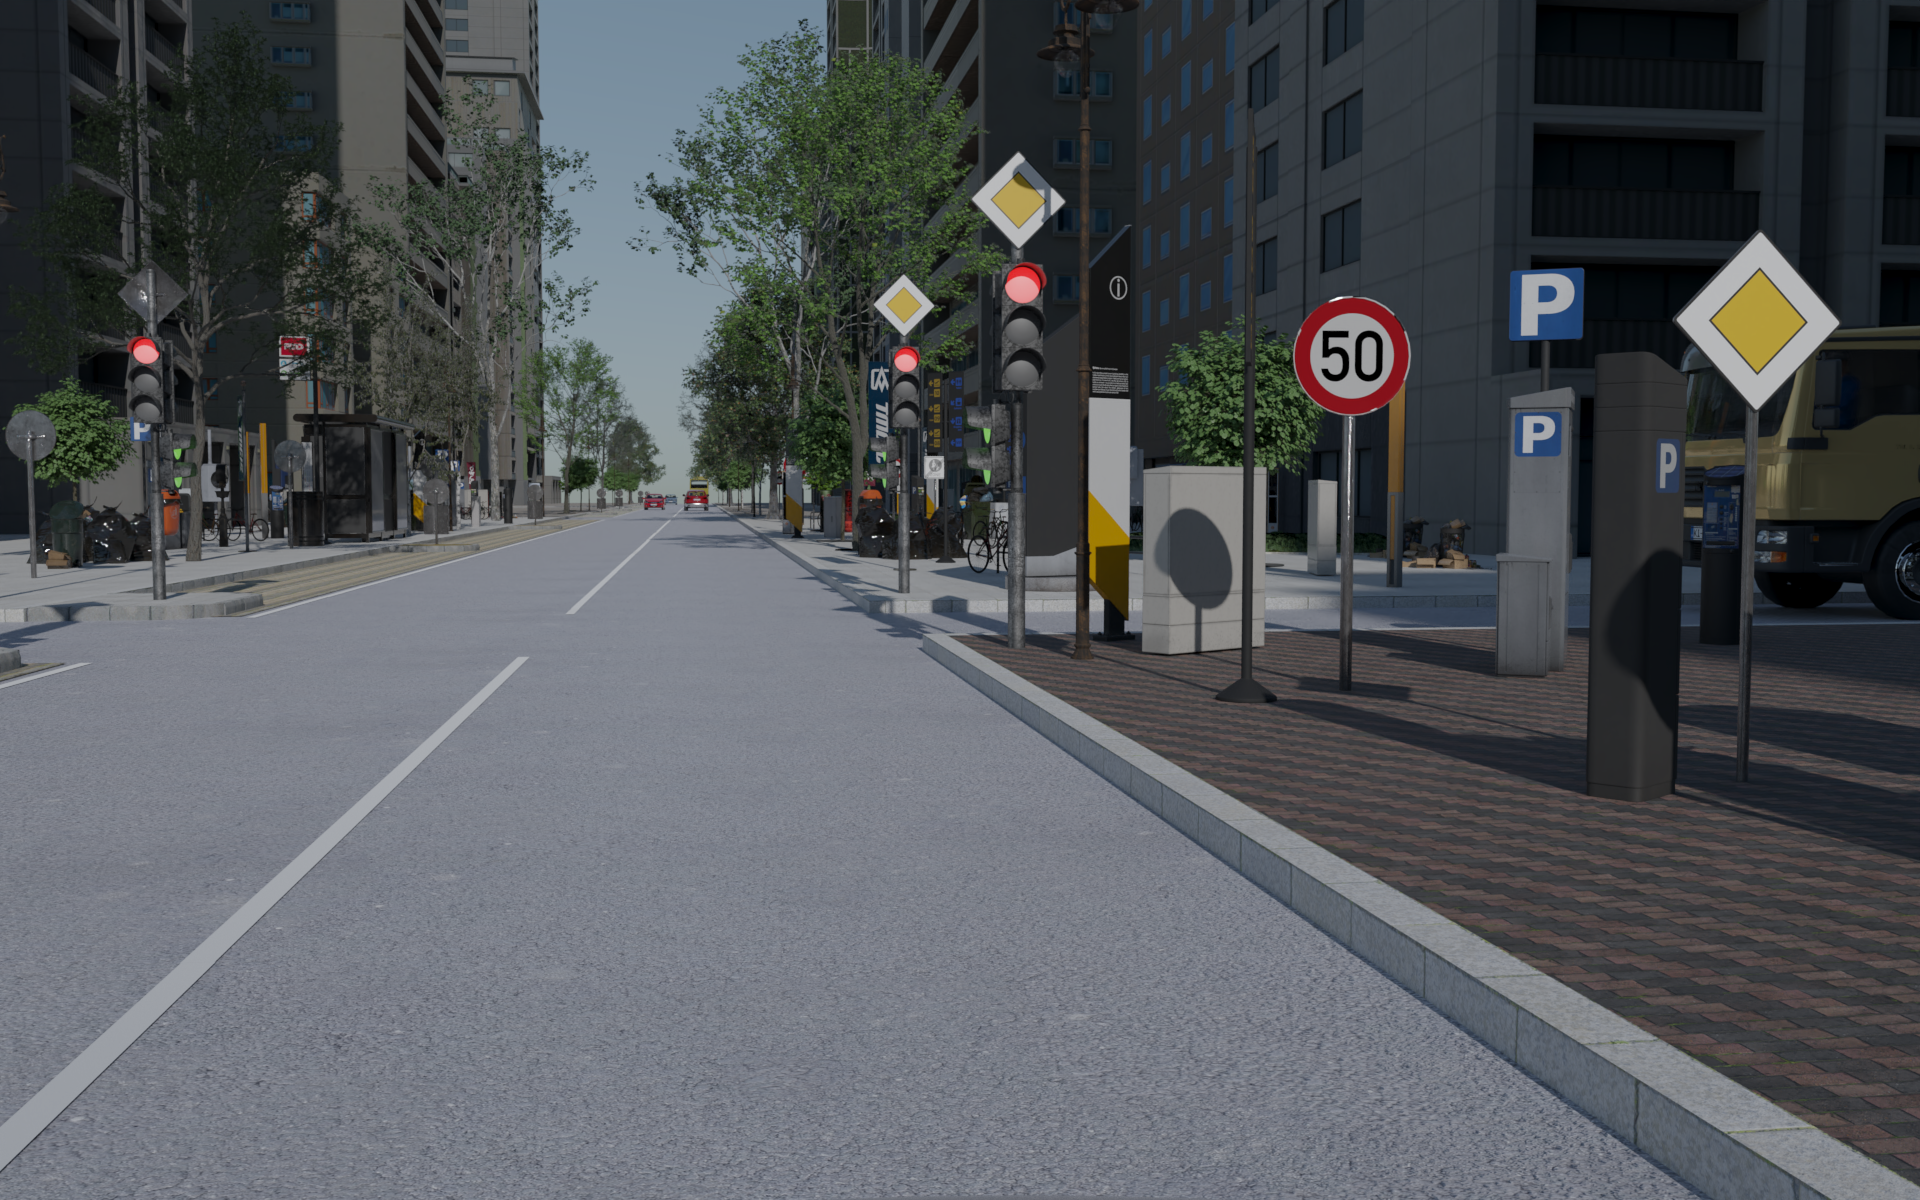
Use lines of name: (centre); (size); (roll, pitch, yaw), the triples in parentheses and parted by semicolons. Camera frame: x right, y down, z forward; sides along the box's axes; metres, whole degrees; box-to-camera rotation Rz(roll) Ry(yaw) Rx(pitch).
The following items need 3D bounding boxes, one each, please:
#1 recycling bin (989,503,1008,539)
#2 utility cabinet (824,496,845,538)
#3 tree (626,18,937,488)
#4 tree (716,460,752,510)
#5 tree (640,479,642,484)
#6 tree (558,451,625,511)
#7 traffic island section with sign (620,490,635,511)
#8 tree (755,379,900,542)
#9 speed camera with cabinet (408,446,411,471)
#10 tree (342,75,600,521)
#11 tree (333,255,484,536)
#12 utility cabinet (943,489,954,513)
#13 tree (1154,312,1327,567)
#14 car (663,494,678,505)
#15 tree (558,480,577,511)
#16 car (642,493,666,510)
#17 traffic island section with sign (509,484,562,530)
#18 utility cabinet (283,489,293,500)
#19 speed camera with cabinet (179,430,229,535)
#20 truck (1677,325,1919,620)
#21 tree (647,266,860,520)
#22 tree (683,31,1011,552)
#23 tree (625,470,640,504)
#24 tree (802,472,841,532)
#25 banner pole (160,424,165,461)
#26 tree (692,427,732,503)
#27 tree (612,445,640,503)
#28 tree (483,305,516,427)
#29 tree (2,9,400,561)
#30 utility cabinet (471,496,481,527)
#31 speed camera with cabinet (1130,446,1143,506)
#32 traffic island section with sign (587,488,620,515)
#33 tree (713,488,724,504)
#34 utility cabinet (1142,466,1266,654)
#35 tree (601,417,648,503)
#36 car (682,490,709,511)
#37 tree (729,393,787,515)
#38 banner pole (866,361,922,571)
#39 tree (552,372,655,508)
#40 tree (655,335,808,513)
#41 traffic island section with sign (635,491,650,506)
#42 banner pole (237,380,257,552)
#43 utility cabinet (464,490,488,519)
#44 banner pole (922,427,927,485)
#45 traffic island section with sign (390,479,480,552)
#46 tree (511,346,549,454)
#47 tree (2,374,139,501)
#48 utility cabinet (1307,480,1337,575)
recycling bin: (1.165, -2.286, 49.936); (0.722, 1.027, 0.722); (-2, 4, -30)
utility cabinet: (-3.706, -2.432, 50.925); (0.306, 1.237, 1.020); (-2, 4, -25)
tree: (-7.417, -13.205, 71.793); (12.611, 20.169, 13.585); (0, 3, 0)
tree: (-18.222, -9.783, 143.663); (4.285, 4.588, 4.351); (0, 3, 0)
tree: (-43.976, -15.115, 230.849); (4.285, 4.588, 4.351); (0, 3, 0)
tree: (-28.111, -8.829, 128.062); (4.285, 4.588, 4.351); (0, 3, 0)
traffic island section with sign: (-28.724, -8.425, 146.380); (1.989, 1.847, 2.006); (-1, 4, -9)
tree: (-3.153, -3.853, 46.716); (4.285, 4.588, 4.351); (0, 3, 0)
speed camera with cabinet: (-23.032, -4.780, 72.492); (0.660, 3.252, 2.038); (0, 4, -4)
tree: (-23.046, -13.784, 81.263); (12.611, 20.169, 13.585); (0, 3, 0)
tree: (-17.006, -6.284, 53.113); (4.360, 8.622, 3.978); (0, 3, 0)
utility cabinet: (-0.728, -4.214, 77.575); (0.318, 1.500, 1.173); (-2, 4, -32)
tree: (5.008, -2.877, 30.759); (4.285, 4.588, 4.351); (0, 3, 0)
car: (-38.626, -13.407, 231.199); (2.014, 1.417, 4.499); (-1, 4, -9)
tree: (-29.987, -8.422, 132.300); (1.663, 3.219, 1.824); (0, 3, 0)
car: (-27.651, -9.040, 156.846); (2.155, 1.783, 4.494); (0, 4, -7)
traffic island section with sign: (-17.214, -3.774, 70.339); (1.989, 1.847, 2.006); (-1, 4, -9)
utility cabinet: (-31.673, -4.463, 81.645); (0.318, 1.500, 1.173); (-2, 4, -28)
speed camera with cabinet: (-23.305, -3.564, 52.612); (0.660, 3.252, 2.038); (3, 4, 36)
truck: (12.828, -1.535, 21.020); (9.791, 3.379, 3.469); (-1, 4, -8)
tree: (-9.371, -10.411, 87.231); (9.611, 12.733, 9.660); (0, 3, 0)
tree: (-2.318, -6.923, 38.951); (9.928, 11.665, 9.643); (0, 3, 0)
tree: (-39.134, -12.956, 195.549); (4.285, 4.588, 4.351); (0, 3, 0)
tree: (-4.799, -3.973, 59.552); (1.663, 3.219, 1.824); (0, 3, 0)
banner pole: (-24.901, -3.914, 54.008); (0.863, 3.779, 0.401); (3, 4, 38)
tree: (-26.764, -17.142, 198.391); (7.486, 12.596, 7.792); (0, 3, 0)
tree: (-46.503, -17.806, 241.486); (4.360, 8.622, 3.978); (0, 3, 0)
tree: (-18.198, -6.870, 62.683); (4.360, 8.622, 3.978); (0, 3, 0)
tree: (-14.304, -6.020, 32.844); (7.601, 10.594, 8.767); (-1, 4, -20)
utility cabinet: (-19.031, -3.487, 68.174); (0.306, 1.237, 1.020); (-1, 4, -12)
speed camera with cabinet: (3.774, -2.411, 33.753); (2.038, 3.252, 0.660); (-1, 4, -20)
traffic island section with sign: (-24.613, -6.763, 119.208); (1.989, 1.847, 2.006); (-1, 4, -9)
tree: (-29.972, -16.483, 219.867); (4.737, 8.622, 4.395); (0, 3, 0)
utility cabinet: (1.987, -0.331, 14.095); (1.173, 1.500, 0.318); (-3, 5, -41)
tree: (-47.810, -20.450, 251.367); (9.611, 12.733, 9.660); (0, 3, 0)
car: (-22.578, -8.533, 148.180); (2.281, 1.827, 5.304); (-1, 4, -10)
tree: (-11.924, -9.397, 104.000); (4.360, 8.622, 3.978); (0, 3, 0)
banner pole: (-1.145, -2.378, 28.902); (0.863, 3.779, 0.401); (-1, 4, -18)
tree: (-34.250, -15.580, 165.103); (12.009, 13.543, 11.850); (0, 3, 0)
tree: (-13.860, -12.547, 115.515); (12.009, 13.543, 11.850); (0, 3, 0)
traffic island section with sign: (-37.009, -11.774, 201.136); (1.989, 1.847, 2.006); (-1, 4, -9)
banner pole: (-15.921, -2.963, 38.462); (0.401, 3.779, 0.863); (-2, 4, -35)
utility cabinet: (-24.697, -4.876, 88.403); (0.318, 1.500, 1.173); (3, 5, 41)
banner pole: (-1.184, -4.104, 57.110); (0.863, 3.779, 0.401); (3, 5, 41)
traffic island section with sign: (-13.151, -2.132, 43.478); (1.989, 1.847, 2.006); (-1, 4, -9)
tree: (-25.667, -11.471, 113.298); (9.928, 11.665, 9.643); (0, 3, 0)
tree: (-24.447, -3.906, 47.571); (4.285, 4.588, 4.351); (0, 3, 0)
utility cabinet: (5.767, -1.154, 27.541); (0.318, 1.500, 1.173); (0, 4, 4)
